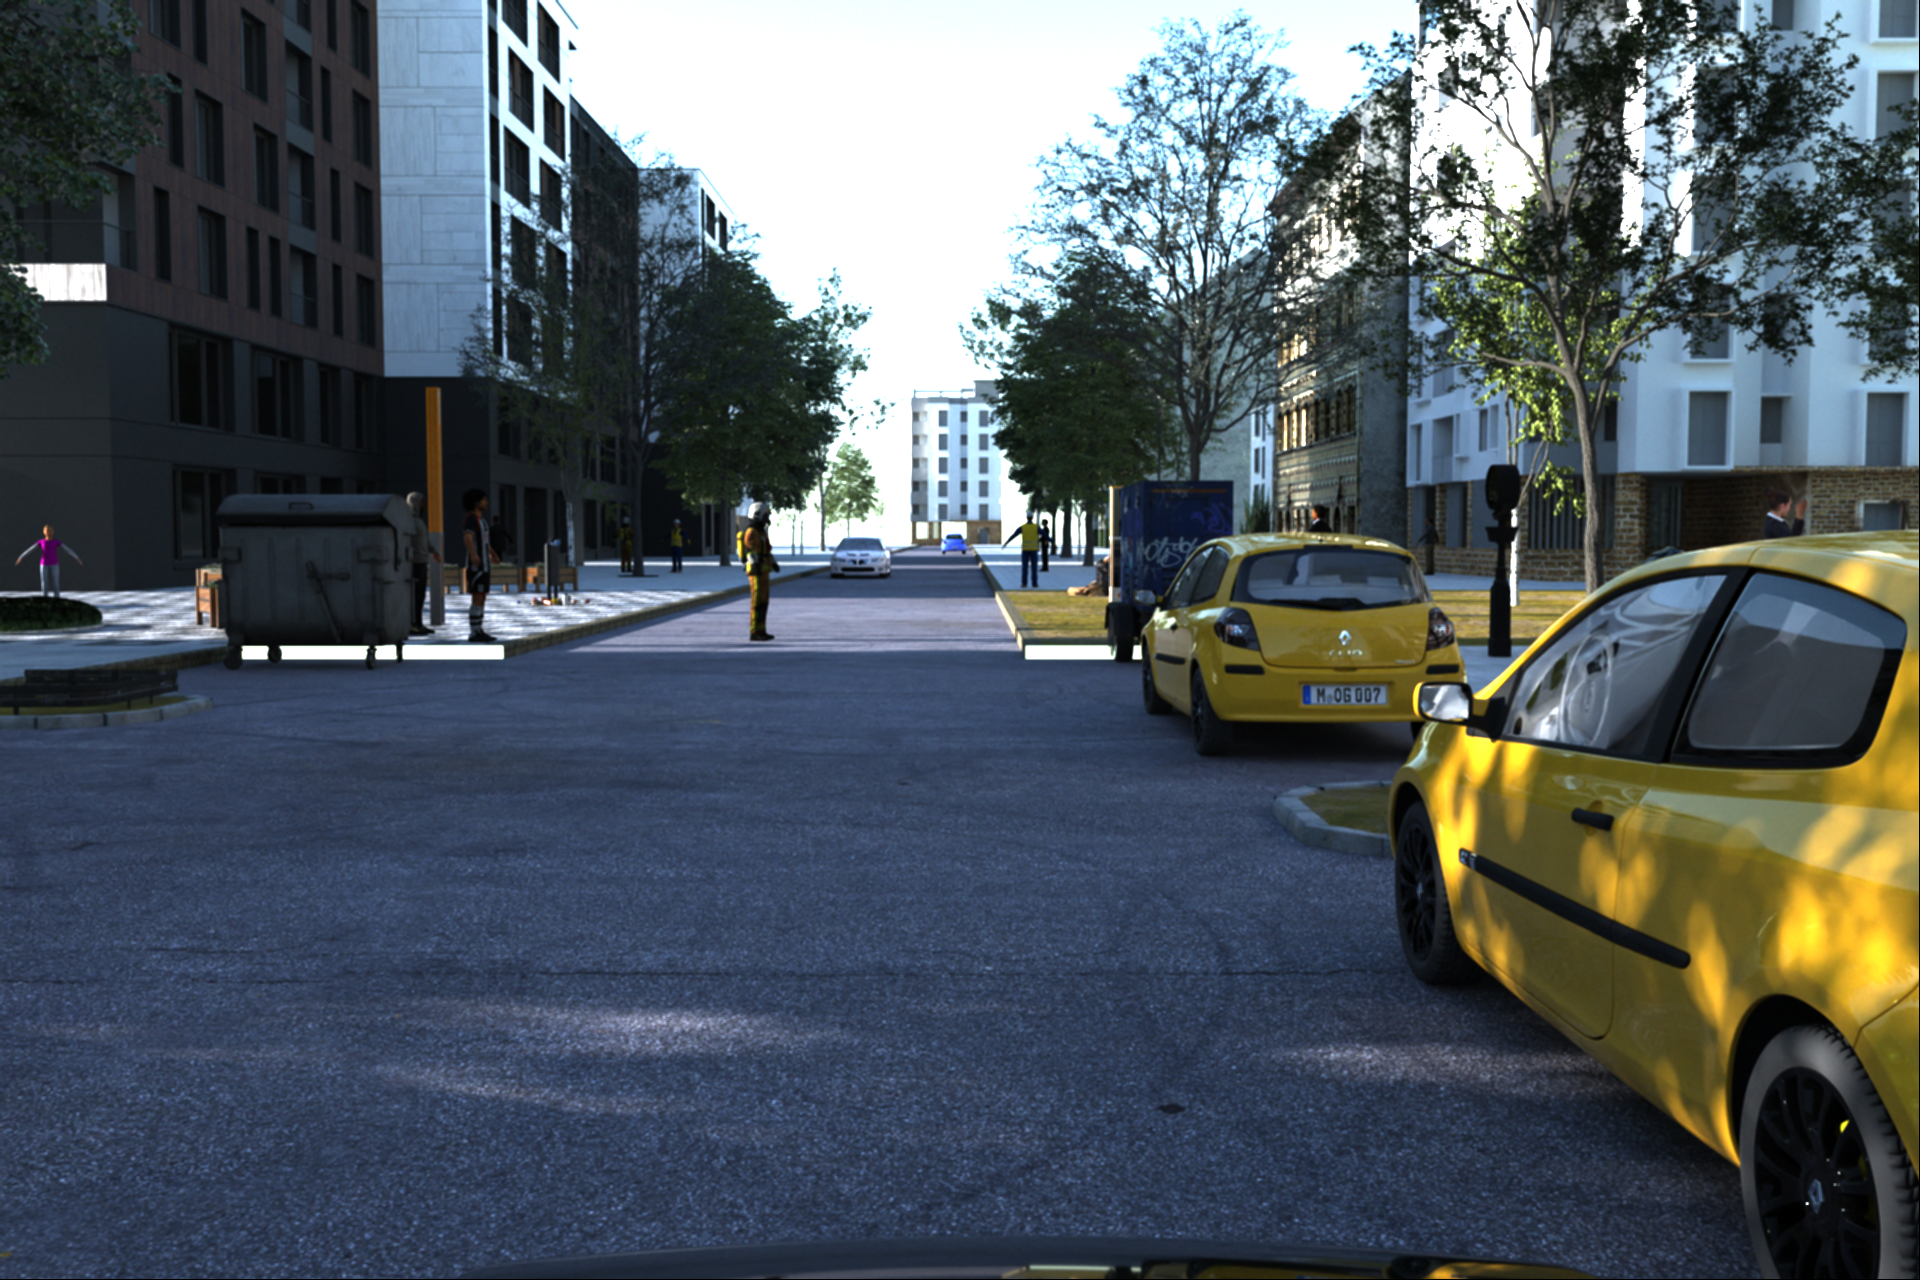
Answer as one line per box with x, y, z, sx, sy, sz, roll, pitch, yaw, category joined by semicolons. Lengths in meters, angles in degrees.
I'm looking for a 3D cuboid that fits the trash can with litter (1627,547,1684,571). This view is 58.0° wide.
5.836;-0.232;15.174;1.055;1.170;0.624;0;4;0;trash can with litter

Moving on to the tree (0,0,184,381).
-12.645;-6.744;16.927;9.857;13.997;8.962;0;3;0;tree

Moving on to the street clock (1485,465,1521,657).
5.658;-0.828;18.104;0.358;2.002;0.471;0;3;0;street clock

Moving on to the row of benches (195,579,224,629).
-9.423;-0.462;23.016;1.422;0.672;4.104;-2;4;-34;row of benches

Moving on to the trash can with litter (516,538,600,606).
-7.289;-1.269;31.812;1.678;1.210;2.233;0;4;0;trash can with litter

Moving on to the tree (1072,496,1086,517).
16.686;-17.015;212.610;7.601;10.594;8.767;0;4;2;tree

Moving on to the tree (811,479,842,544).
-16.720;-16.351;217.695;4.737;8.622;4.395;0;3;0;tree

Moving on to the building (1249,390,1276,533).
22.473;-9.325;94.607;9.099;9.664;28.070;0;4;1;building

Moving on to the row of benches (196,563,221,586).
-14.321;-1.248;35.872;4.104;0.672;1.422;2;4;30;row of benches

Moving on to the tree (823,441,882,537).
-13.167;-17.886;210.565;7.486;12.596;7.792;0;3;0;tree

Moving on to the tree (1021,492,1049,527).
10.082;-16.130;214.095;4.360;8.622;3.978;0;3;0;tree

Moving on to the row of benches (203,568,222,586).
-12.699;-1.055;32.707;4.104;0.672;1.422;2;4;30;row of benches

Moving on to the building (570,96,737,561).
-28.454;-15.352;94.979;27.936;21.610;32.646;0;4;0;building

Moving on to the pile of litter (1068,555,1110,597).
2.828;-1.358;36.170;1.176;0.858;1.719;0;4;0;pile of litter

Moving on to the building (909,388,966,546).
-5.928;-21.814;215.527;11.380;20.090;16.016;0;4;-5;building

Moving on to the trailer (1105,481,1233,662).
2.444;-0.820;20.456;1.471;1.999;3.904;0;4;0;trailer

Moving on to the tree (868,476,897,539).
-9.609;-16.366;217.948;4.360;8.622;3.978;0;3;0;tree

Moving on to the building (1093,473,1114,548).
21.968;-18.517;169.204;16.747;18.905;31.486;0;4;0;building

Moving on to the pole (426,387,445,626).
-7.334;-1.858;24.221;0.158;3.312;0.155;0;3;0;pole

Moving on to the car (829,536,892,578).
-3.286;-2.773;57.694;2.083;1.381;4.827;0;4;0;car

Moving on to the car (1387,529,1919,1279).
2.300;0.358;4.371;2.015;1.641;3.980;0;4;0;car

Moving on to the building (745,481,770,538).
-25.200;-19.185;170.086;16.016;20.090;11.380;0;4;1;building

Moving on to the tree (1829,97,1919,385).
17.652;-5.689;27.420;7.601;10.594;8.767;0;4;3;tree

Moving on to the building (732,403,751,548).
-24.570;-17.928;149.540;16.016;20.090;11.380;0;4;-1;building

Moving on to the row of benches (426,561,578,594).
-10.264;-1.366;37.791;1.422;0.672;4.104;3;5;44;row of benches

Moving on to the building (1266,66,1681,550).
23.745;-14.684;71.018;19.493;23.208;18.063;0;4;1;building

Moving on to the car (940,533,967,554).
-0.449;-6.984;123.782;1.945;1.707;3.694;0;4;-1;car

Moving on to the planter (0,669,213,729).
-7.119;0.454;13.716;1.991;0.319;1.994;0;3;0;planter

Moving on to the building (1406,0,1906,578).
20.747;-12.383;58.884;16.016;20.090;11.380;0;4;0;building

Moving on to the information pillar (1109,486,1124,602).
2.483;-1.369;26.871;0.304;2.012;0.304;0;4;-1;information pillar

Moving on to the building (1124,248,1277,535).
22.682;-19.013;141.796;19.493;23.208;18.063;0;4;1;building

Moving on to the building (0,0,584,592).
-29.309;-12.851;54.095;27.936;21.610;32.646;0;3;0;building

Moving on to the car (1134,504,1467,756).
2.345;-0.148;12.644;2.015;1.641;3.980;0;4;-1;car
